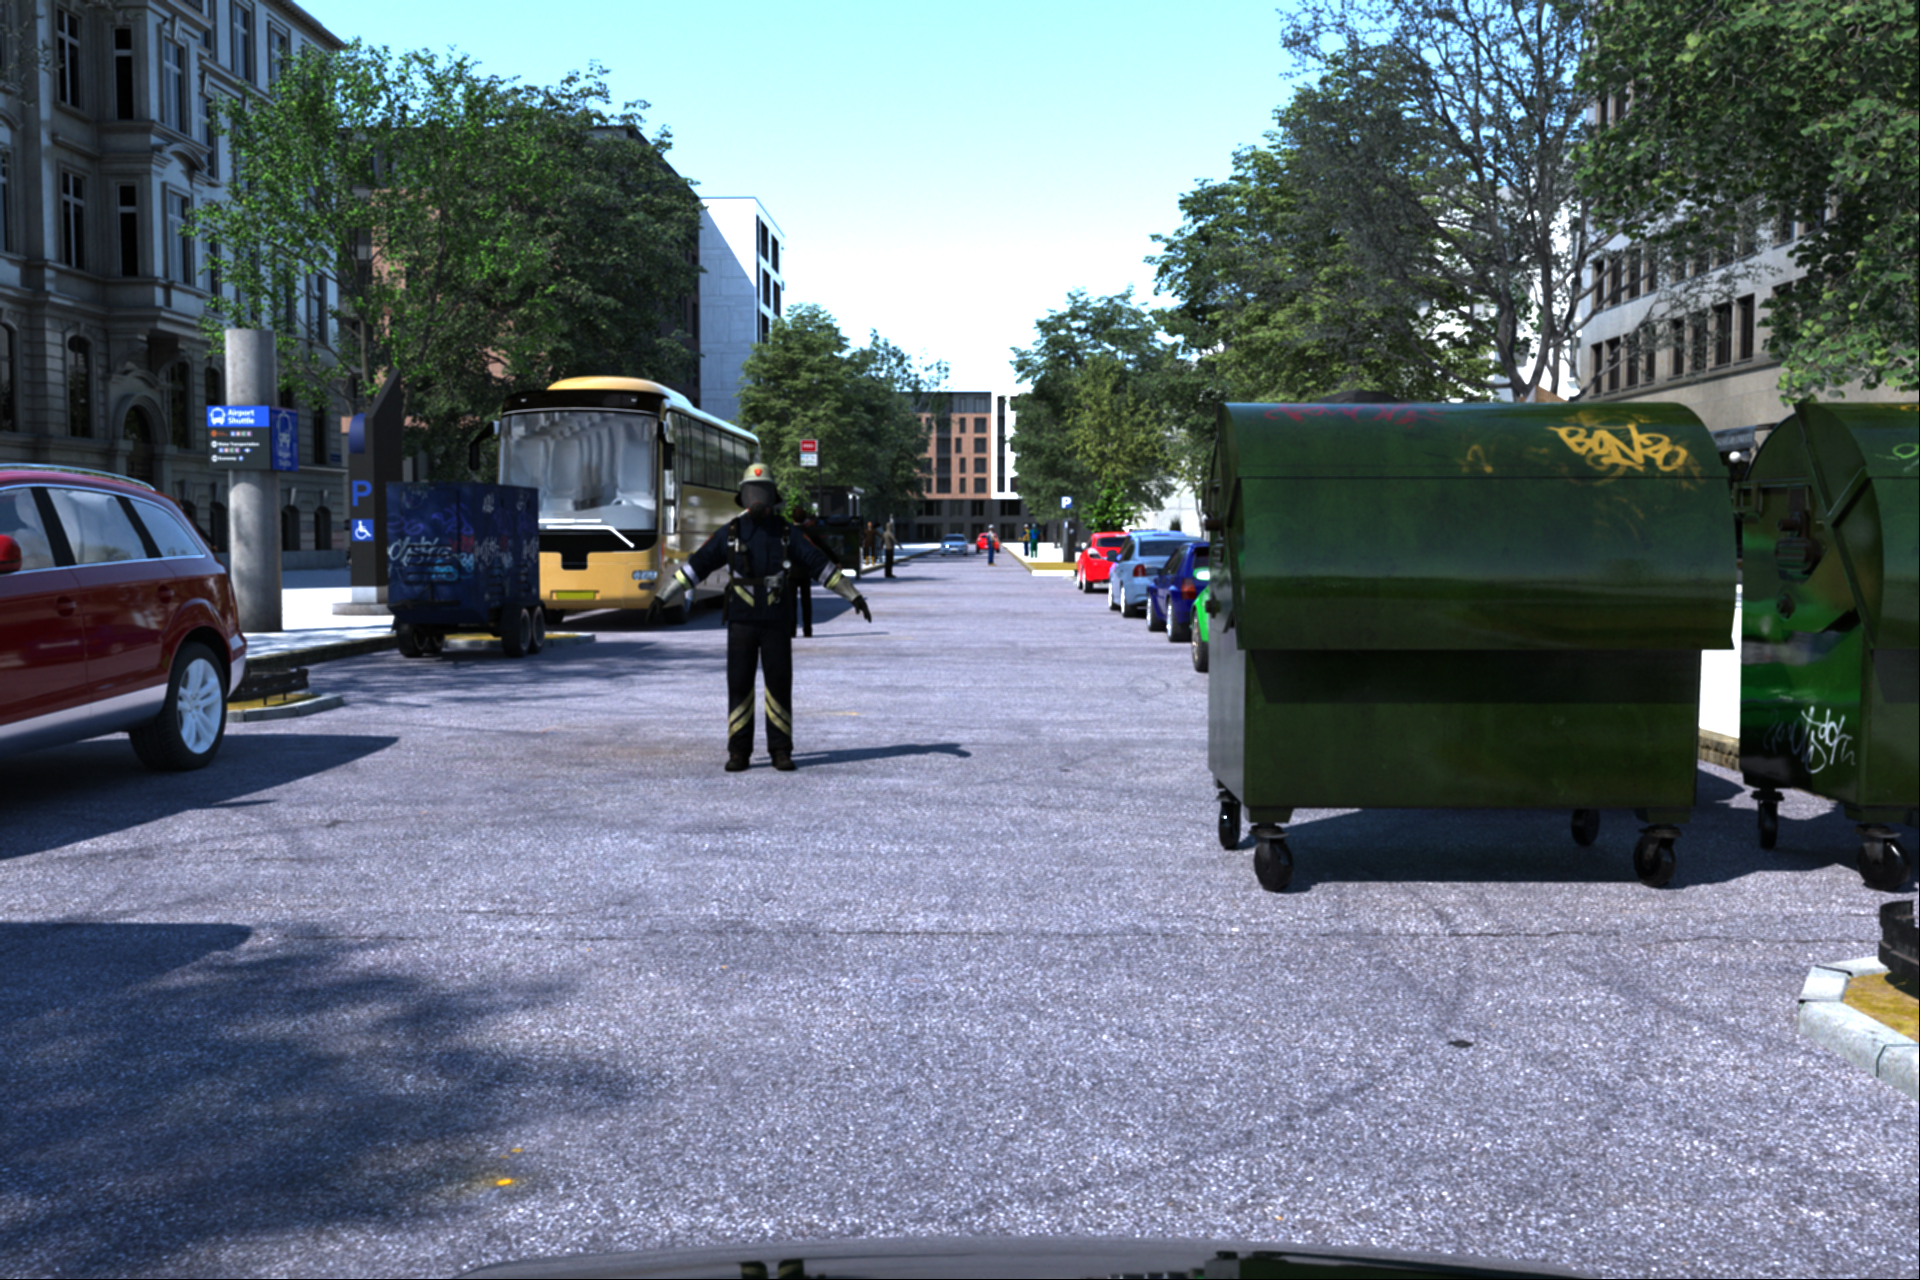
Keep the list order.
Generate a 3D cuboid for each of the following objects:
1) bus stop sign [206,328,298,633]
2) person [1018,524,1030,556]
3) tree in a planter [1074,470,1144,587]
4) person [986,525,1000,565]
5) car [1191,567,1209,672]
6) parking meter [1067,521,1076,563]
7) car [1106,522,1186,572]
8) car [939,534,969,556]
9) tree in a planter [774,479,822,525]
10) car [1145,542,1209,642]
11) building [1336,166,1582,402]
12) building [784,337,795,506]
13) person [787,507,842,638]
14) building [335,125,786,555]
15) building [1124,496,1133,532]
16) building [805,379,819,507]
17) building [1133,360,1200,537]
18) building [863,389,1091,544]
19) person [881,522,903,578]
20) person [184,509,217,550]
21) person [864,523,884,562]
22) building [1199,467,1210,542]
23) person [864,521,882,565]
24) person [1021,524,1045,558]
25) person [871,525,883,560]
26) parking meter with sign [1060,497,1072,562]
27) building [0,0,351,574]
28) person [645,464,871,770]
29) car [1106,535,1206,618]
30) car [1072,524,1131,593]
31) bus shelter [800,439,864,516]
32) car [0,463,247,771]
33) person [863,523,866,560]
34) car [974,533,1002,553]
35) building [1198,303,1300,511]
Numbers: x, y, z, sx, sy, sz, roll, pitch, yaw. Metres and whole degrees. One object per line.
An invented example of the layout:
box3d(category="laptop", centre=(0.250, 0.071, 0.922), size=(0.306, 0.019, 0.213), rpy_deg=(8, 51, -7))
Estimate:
box3d(category="bus stop sign", centre=(-9.191, -2.051, 22.551), size=(0.837, 3.901, 0.837), rpy_deg=(0, 4, 2))
box3d(category="person", centre=(3.780, -5.717, 99.440), size=(0.705, 1.833, 1.349), rpy_deg=(2, 4, 31))
box3d(category="tree in a planter", centre=(4.181, -3.115, 48.149), size=(1.991, 3.239, 1.994), rpy_deg=(0, 4, 1))
box3d(category="person", centre=(1.456, -4.329, 79.091), size=(0.705, 1.847, 1.347), rpy_deg=(-1, 4, -22))
box3d(category="car", centre=(3.290, -0.477, 16.597), size=(1.959, 1.807, 4.718), rpy_deg=(0, 4, 1))
box3d(category="parking meter", centre=(4.995, -4.382, 77.360), size=(0.399, 1.863, 0.255), rpy_deg=(0, 4, 1))
box3d(category="car", centre=(3.976, -1.577, 35.376), size=(1.945, 1.707, 3.694), rpy_deg=(0, 4, 1))
box3d(category="car", centre=(-0.359, -6.228, 113.831), size=(2.014, 1.417, 4.499), rpy_deg=(0, 4, 1))
box3d(category="tree in a planter", centre=(-5.350, -3.620, 56.409), size=(1.991, 3.239, 1.994), rpy_deg=(0, 4, 1))
box3d(category="car", centre=(3.623, -0.715, 24.273), size=(1.945, 1.354, 3.894), rpy_deg=(0, 3, 0))
box3d(category="building", centre=(25.808, -14.631, 95.631), size=(16.016, 20.090, 11.380), rpy_deg=(0, 4, 1))
box3d(category="building", centre=(-22.451, -18.613, 135.244), size=(19.493, 23.208, 18.063), rpy_deg=(0, 4, 2))
box3d(category="person", centre=(-2.240, -0.938, 23.981), size=(1.347, 1.806, 0.705), rpy_deg=(-2, 4, -24))
box3d(category="building", centre=(-26.370, -15.871, 103.472), size=(27.936, 21.610, 32.646), rpy_deg=(0, 4, 2))
box3d(category="building", centre=(24.942, -17.377, 226.264), size=(9.099, 9.664, 28.070), rpy_deg=(0, 4, 1))
box3d(category="building", centre=(-24.550, -20.071, 194.623), size=(16.747, 18.905, 31.486), rpy_deg=(0, 4, 1))
box3d(category="building", centre=(28.071, -19.464, 184.695), size=(16.747, 18.905, 31.486), rpy_deg=(0, 4, 1))
box3d(category="building", centre=(2.273, -25.085, 256.568), size=(32.646, 21.610, 27.936), rpy_deg=(0, 4, 0))
box3d(category="person", centre=(-2.298, -2.960, 56.978), size=(0.705, 1.813, 1.348), rpy_deg=(-2, 4, -32))
box3d(category="person", centre=(-16.843, -1.940, 37.761), size=(1.345, 1.823, 0.704), rpy_deg=(-3, 5, -45))
box3d(category="person", centre=(-3.744, -4.470, 79.270), size=(1.347, 1.806, 0.705), rpy_deg=(0, 4, -3))
box3d(category="building", centre=(21.794, -10.459, 113.147), size=(9.099, 9.664, 28.070), rpy_deg=(0, 4, 1))
box3d(category="person", centre=(-3.719, -4.010, 71.699), size=(1.346, 1.812, 0.704), rpy_deg=(0, 4, 6))
box3d(category="person", centre=(3.880, -5.204, 91.214), size=(1.347, 1.817, 0.704), rpy_deg=(-1, 4, -22))
box3d(category="person", centre=(-4.246, -4.844, 85.924), size=(1.216, 1.740, 0.721), rpy_deg=(0, 4, -5))
box3d(category="parking meter with sign", centre=(4.925, -5.108, 79.778), size=(0.543, 3.016, 1.738), rpy_deg=(0, 4, 1))
box3d(category="building", centre=(-28.699, -14.021, 48.329), size=(14.460, 24.649, 34.723), rpy_deg=(0, 4, 1))
box3d(category="person", centre=(-1.219, -0.140, 10.519), size=(1.354, 1.856, 0.705), rpy_deg=(0, 4, -5))
box3d(category="car", centre=(3.659, -1.160, 30.963), size=(2.014, 1.417, 4.499), rpy_deg=(0, 4, 0))
box3d(category="car", centre=(3.912, -2.104, 43.445), size=(2.155, 1.783, 4.494), rpy_deg=(0, 4, 1))
box3d(category="bus shelter", centre=(-5.617, -6.012, 75.929), size=(2.179, 5.291, 8.768), rpy_deg=(0, 4, 1))
box3d(category="car", centre=(-5.656, -0.023, 9.054), size=(2.281, 1.827, 5.304), rpy_deg=(0, 4, 1))
box3d(category="person", centre=(-4.725, -4.813, 84.627), size=(1.347, 1.837, 0.705), rpy_deg=(2, 4, 30))
box3d(category="car", centre=(2.125, -7.554, 132.547), size=(2.155, 1.783, 4.494), rpy_deg=(0, 3, 0))
box3d(category="building", centre=(24.969, -17.502, 142.576), size=(16.016, 20.090, 11.380), rpy_deg=(0, 4, 1))
